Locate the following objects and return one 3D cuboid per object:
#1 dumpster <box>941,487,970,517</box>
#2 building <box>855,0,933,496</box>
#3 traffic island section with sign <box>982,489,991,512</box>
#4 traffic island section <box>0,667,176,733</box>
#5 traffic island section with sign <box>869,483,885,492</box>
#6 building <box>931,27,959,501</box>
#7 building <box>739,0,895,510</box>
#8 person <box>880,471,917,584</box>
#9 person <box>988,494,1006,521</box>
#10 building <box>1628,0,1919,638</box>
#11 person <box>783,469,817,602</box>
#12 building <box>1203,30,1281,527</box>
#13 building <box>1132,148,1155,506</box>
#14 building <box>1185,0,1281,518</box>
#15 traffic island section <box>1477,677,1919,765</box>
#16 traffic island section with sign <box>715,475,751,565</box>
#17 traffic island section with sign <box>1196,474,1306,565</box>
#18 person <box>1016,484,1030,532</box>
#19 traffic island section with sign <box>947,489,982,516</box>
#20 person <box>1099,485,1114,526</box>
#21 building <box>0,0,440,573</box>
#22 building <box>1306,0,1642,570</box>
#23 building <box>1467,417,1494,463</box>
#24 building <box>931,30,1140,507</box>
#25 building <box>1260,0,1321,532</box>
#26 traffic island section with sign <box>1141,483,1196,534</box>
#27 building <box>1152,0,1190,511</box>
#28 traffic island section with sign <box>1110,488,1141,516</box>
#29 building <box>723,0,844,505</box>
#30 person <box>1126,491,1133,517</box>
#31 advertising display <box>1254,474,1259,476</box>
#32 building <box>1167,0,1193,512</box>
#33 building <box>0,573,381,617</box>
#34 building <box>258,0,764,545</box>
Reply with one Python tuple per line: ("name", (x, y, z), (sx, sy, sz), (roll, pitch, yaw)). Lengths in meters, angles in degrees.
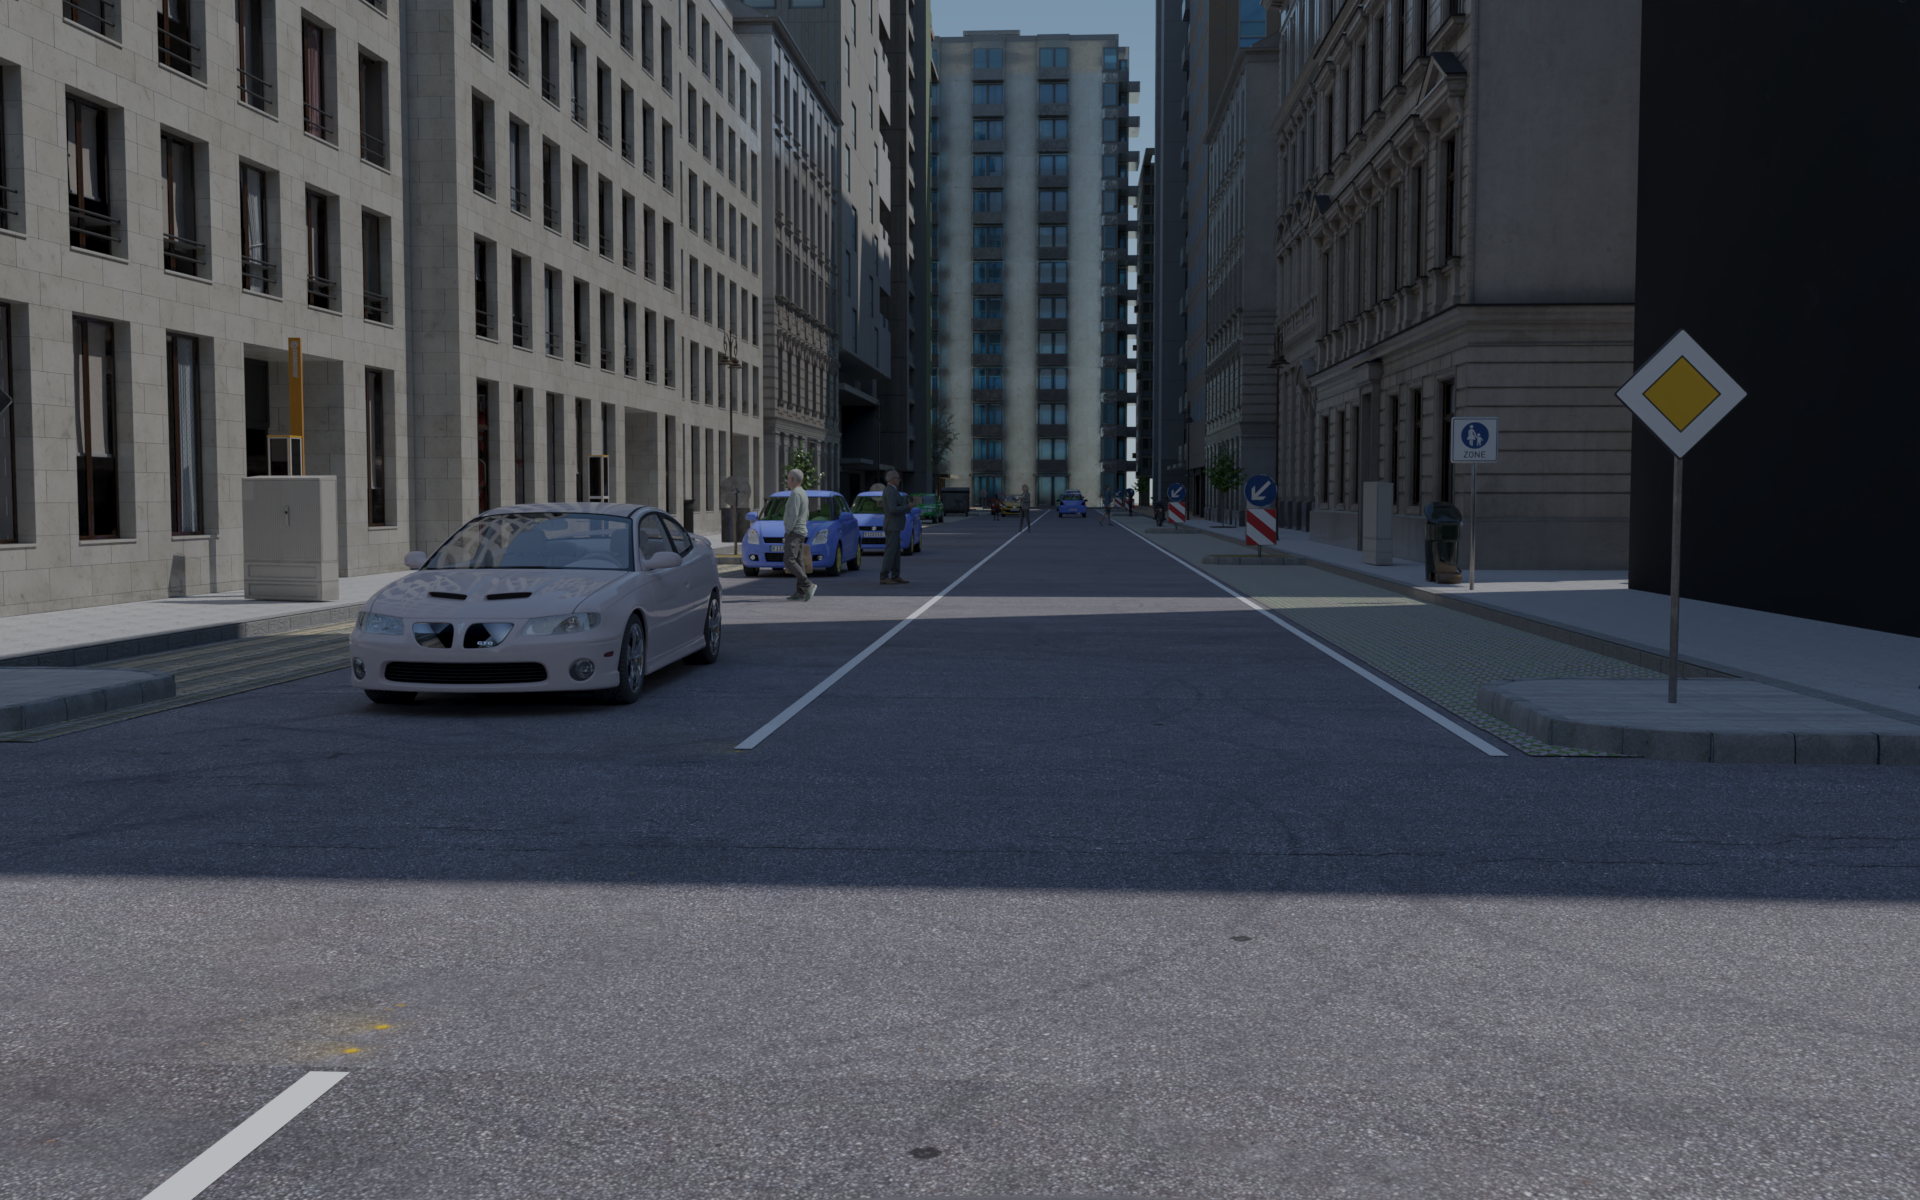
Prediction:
("dumpster", (-0.290, -6.131, 108.453), (1.865, 1.857, 1.264), (0, 4, 4))
("building", (-9.490, -26.742, 120.823), (14.154, 41.232, 14.086), (0, 4, 4))
("traffic island section with sign", (1.927, -8.022, 139.784), (1.989, 1.847, 2.006), (0, 4, 4))
("traffic island section", (-6.572, 0.669, 11.349), (2.009, 0.180, 2.903), (0, 4, 4))
("traffic island section with sign", (-2.949, -3.327, 63.025), (1.989, 1.847, 2.006), (0, 4, 4))
("building", (-15.215, -30.394, 151.568), (28.867, 44.769, 22.147), (0, 4, 4))
("building", (-18.494, -31.254, 100.248), (28.713, 52.752, 27.495), (0, 4, 4))
("person", (-0.990, -1.154, 27.547), (0.590, 1.801, 0.661), (-1, 4, -9))
("person", (1.984, -5.020, 93.837), (1.065, 1.426, 0.557), (-2, 4, -25))
("building", (16.557, -11.405, 16.142), (15.834, 23.373, 12.332), (0, 4, 4))
("person", (-2.153, -0.881, 23.387), (0.515, 1.767, 0.782), (0, 4, 4))
("building", (16.226, -13.883, 76.133), (9.793, 20.994, 18.267), (0, 4, 4))
("building", (30.757, -30.134, 184.565), (23.993, 40.220, 32.217), (0, 4, 4))
("building", (19.734, -27.091, 93.047), (14.600, 45.320, 14.200), (0, 4, 4))
("traffic island section", (4.397, 0.711, 10.649), (2.009, 0.180, 2.903), (0, 4, 4))
("traffic island section with sign", (-4.687, -1.667, 35.883), (1.989, 1.847, 2.006), (0, 4, 4))
("traffic island section with sign", (5.983, -1.648, 35.570), (1.989, 1.847, 2.006), (0, 4, 4))
("person", (2.402, -3.438, 64.892), (0.526, 1.800, 0.537), (-2, 4, -24))
("traffic island section with sign", (0.222, -6.376, 112.883), (1.989, 1.847, 2.006), (0, 4, 4))
("person", (6.667, -4.290, 78.671), (0.654, 1.822, 0.581), (1, 4, 20))
("building", (-13.069, -11.175, 37.464), (10.420, 20.320, 16.860), (0, 4, 4))
("building", (13.680, -10.571, 37.456), (10.561, 19.102, 19.286), (0, 4, 4))
("building", (52.925, -23.189, 150.845), (14.107, 30.474, 14.160), (0, 4, 4))
("building", (3.321, -34.386, 181.817), (30.456, 49.044, 23.786), (0, 4, 4))
("building", (16.399, -13.938, 56.766), (11.050, 23.489, 19.941), (0, 4, 4))
("traffic island section with sign", (7.731, -3.328, 63.048), (1.989, 1.847, 2.006), (0, 4, 4))
("building", (26.789, -36.860, 144.656), (21.231, 58.520, 28.212), (0, 4, 4))
("traffic island section with sign", (10.868, -6.340, 112.284), (1.989, 1.847, 2.006), (0, 4, 4))
("building", (-10.855, -13.658, 72.452), (9.793, 20.994, 18.267), (0, 4, 4))
("person", (10.754, -6.100, 109.712), (0.415, 1.643, 0.593), (0, 4, 3))
("advertising display", (9.716, -3.143, 56.605), (0.123, 1.923, 0.974), (0, 4, 3))
("building", (26.391, -30.324, 115.408), (23.786, 49.044, 30.456), (0, 4, 4))
("building", (-14.927, -10.151, 20.720), (10.420, 20.320, 16.860), (0, 4, 4))
("building", (-12.845, -12.206, 54.312), (10.420, 20.320, 16.860), (0, 4, 4))
